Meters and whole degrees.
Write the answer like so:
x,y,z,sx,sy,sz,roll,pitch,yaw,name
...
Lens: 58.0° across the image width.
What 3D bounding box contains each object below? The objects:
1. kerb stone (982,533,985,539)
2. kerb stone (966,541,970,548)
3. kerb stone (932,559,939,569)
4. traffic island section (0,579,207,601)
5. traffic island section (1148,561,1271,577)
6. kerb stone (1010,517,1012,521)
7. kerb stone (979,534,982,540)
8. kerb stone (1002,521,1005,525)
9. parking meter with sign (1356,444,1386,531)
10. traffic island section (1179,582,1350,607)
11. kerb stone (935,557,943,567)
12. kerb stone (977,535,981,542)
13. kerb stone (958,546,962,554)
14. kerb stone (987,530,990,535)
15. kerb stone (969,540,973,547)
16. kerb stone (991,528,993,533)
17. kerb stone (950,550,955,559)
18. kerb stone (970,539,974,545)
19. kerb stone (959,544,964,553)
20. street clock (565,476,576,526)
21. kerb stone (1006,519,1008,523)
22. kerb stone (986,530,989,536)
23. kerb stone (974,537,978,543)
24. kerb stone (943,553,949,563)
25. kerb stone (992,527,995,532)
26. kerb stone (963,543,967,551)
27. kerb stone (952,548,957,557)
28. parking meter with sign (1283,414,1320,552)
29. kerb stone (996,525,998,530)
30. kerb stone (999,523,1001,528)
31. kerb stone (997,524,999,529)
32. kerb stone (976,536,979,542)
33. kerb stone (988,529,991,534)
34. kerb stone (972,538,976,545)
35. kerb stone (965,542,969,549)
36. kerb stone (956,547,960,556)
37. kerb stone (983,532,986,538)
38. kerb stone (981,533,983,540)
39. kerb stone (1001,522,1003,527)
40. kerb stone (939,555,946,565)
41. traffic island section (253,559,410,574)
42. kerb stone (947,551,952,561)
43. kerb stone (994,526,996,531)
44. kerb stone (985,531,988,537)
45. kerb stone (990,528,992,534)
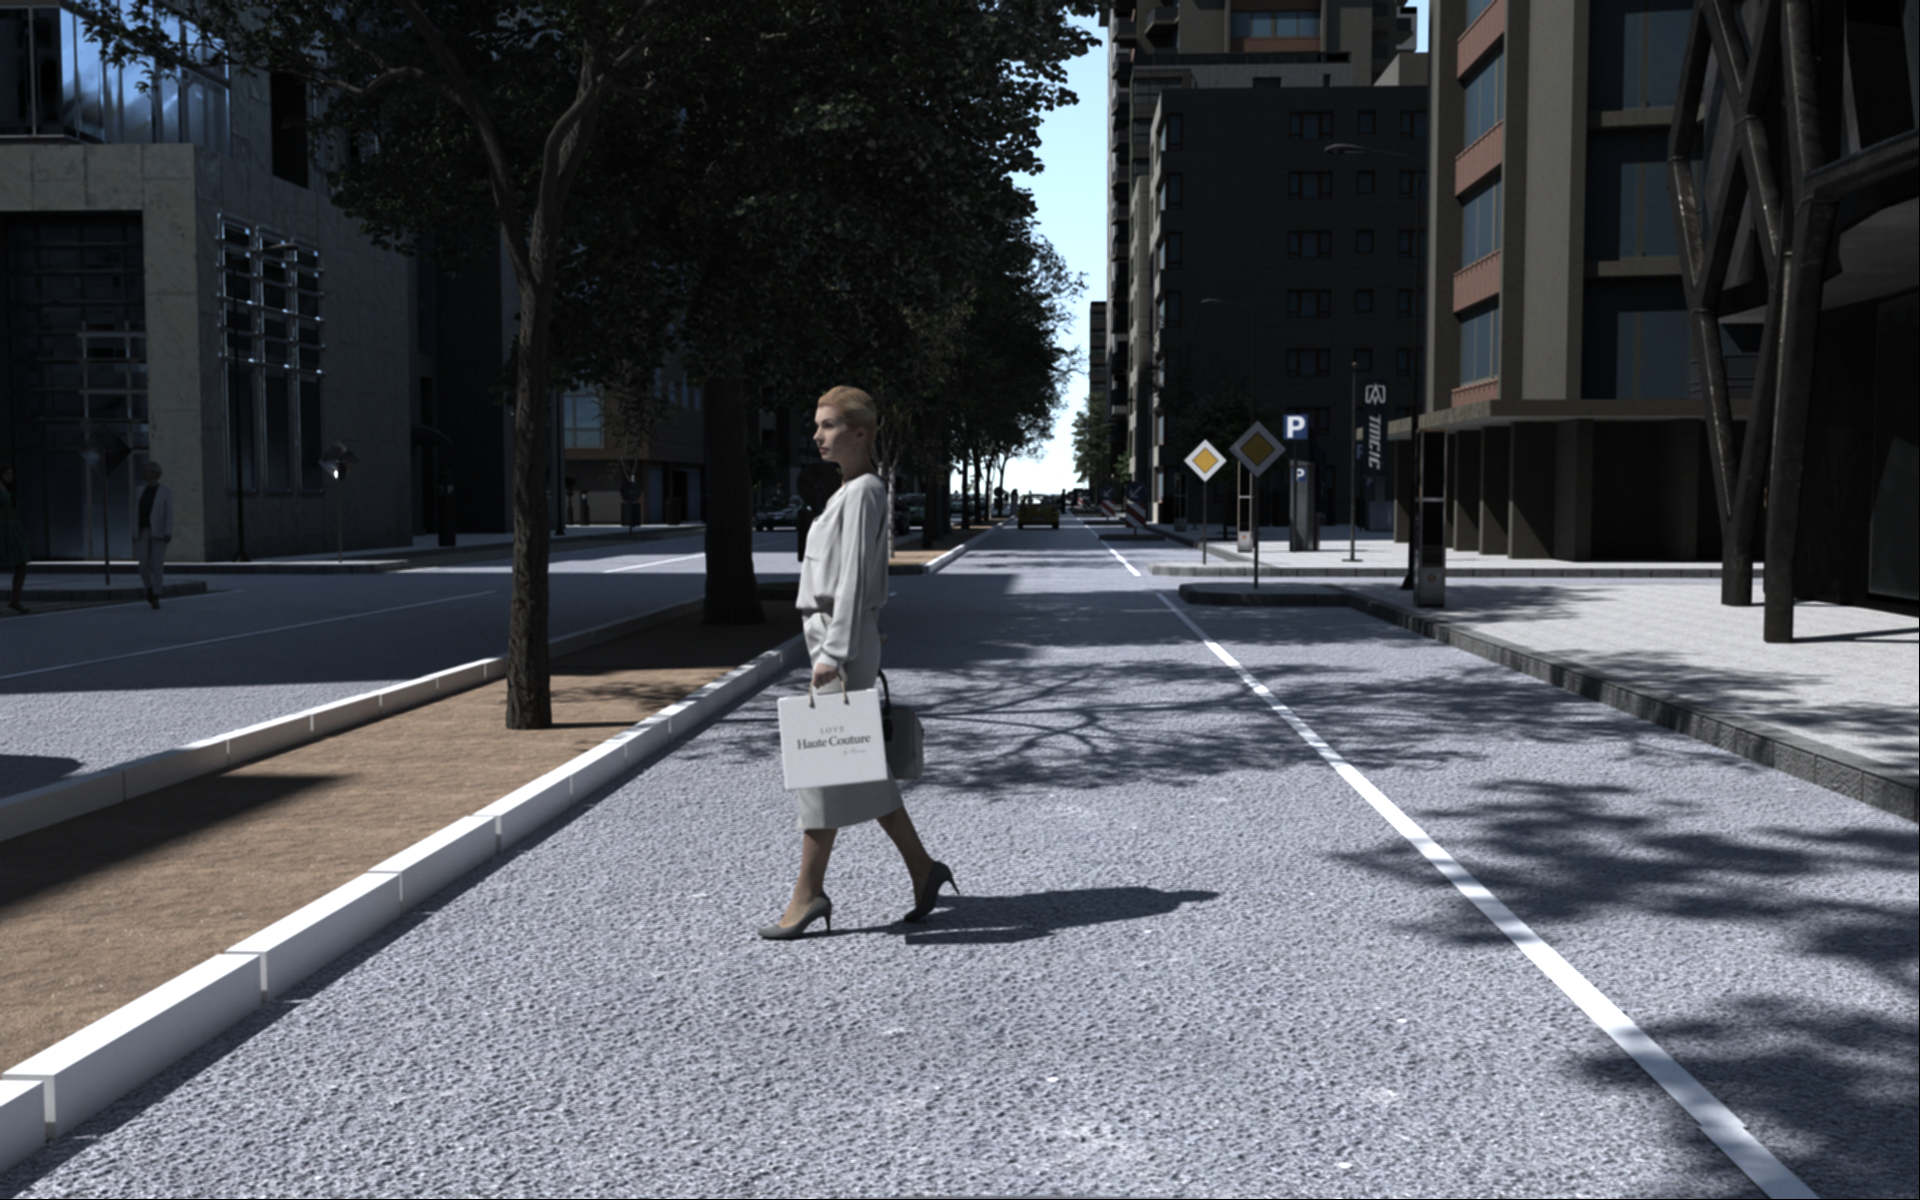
x,y,z,sx,sy,sz,roll,pitch,yaw,name
0.617,-1.945,53.997,0.120,0.150,1.000,0,4,3,kerb stone
0.119,-1.381,44.770,0.120,0.150,1.000,0,4,3,kerb stone
-0.533,-0.630,32.499,0.120,0.150,1.000,0,4,3,kerb stone
-12.027,-0.130,24.399,2.009,0.180,2.903,0,4,3,traffic island section
4.467,-0.565,31.514,2.009,0.180,2.903,0,4,3,traffic island section
2.415,-4.011,87.781,0.120,0.150,1.000,0,4,3,kerb stone
0.510,-1.820,51.951,0.120,0.150,1.000,0,4,3,kerb stone
1.763,-3.260,75.503,0.120,0.150,1.000,0,4,3,kerb stone
14.497,-3.918,60.323,1.738,3.016,0.543,-3,5,-39,parking meter with sign
4.042,-0.077,23.540,2.009,0.180,2.903,0,4,3,traffic island section
-0.478,-0.693,33.522,0.120,0.150,1.000,0,4,3,kerb stone
0.450,-1.758,50.931,0.120,0.150,1.000,0,4,3,kerb stone
-0.095,-1.131,40.684,0.120,0.150,1.000,0,4,3,kerb stone
0.836,-2.195,58.089,0.120,0.150,1.000,0,4,3,kerb stone
0.181,-1.443,45.794,0.120,0.150,1.000,0,4,3,kerb stone
0.996,-2.382,61.170,0.120,0.150,1.000,0,4,3,kerb stone
-0.248,-0.938,37.607,0.120,0.150,1.000,0,4,3,kerb stone
0.231,-1.506,46.816,0.120,0.150,1.000,0,4,3,kerb stone
-0.039,-1.193,41.708,0.120,0.150,1.000,0,4,3,kerb stone
-15.921,-4.044,70.690,0.471,2.002,0.358,2,4,24,street clock
2.027,-3.574,80.626,0.120,0.150,1.000,0,4,3,kerb stone
0.784,-2.125,57.064,0.120,0.150,1.000,0,4,3,kerb stone
0.341,-1.632,48.878,0.120,0.150,1.000,0,4,3,kerb stone
-0.367,-0.815,35.566,0.120,0.150,1.000,0,4,3,kerb stone
1.105,-2.507,63.213,0.120,0.150,1.000,0,4,3,kerb stone
0.021,-1.256,42.728,0.120,0.150,1.000,0,4,3,kerb stone
-0.202,-1.002,38.641,0.120,0.150,1.000,0,4,3,kerb stone
7.689,-2.599,38.759,0.543,3.016,1.738,2,4,23,parking meter with sign
1.269,-2.696,66.281,0.120,0.150,1.000,0,4,3,kerb stone
1.491,-2.946,70.376,0.120,0.150,1.000,0,4,3,kerb stone
1.381,-2.822,68.331,0.120,0.150,1.000,0,4,3,kerb stone
0.399,-1.695,49.910,0.120,0.150,1.000,0,4,3,kerb stone
0.898,-2.257,59.116,0.120,0.150,1.000,0,4,3,kerb stone
0.295,-1.569,47.848,0.120,0.150,1.000,0,4,3,kerb stone
0.068,-1.318,43.749,0.120,0.150,1.000,0,4,3,kerb stone
-0.152,-1.068,39.662,0.120,0.150,1.000,0,4,3,kerb stone
0.673,-2.008,55.023,0.120,0.150,1.000,0,4,3,kerb stone
0.561,-1.877,52.977,0.120,0.150,1.000,0,4,3,kerb stone
1.646,-3.134,73.452,0.120,0.150,1.000,0,4,3,kerb stone
-0.429,-0.755,34.543,0.120,0.150,1.000,0,4,3,kerb stone
-11.601,-0.617,32.373,2.009,0.180,2.903,0,4,3,traffic island section
-0.310,-0.880,36.586,0.120,0.150,1.000,0,4,3,kerb stone
1.156,-2.571,64.237,0.120,0.150,1.000,0,4,3,kerb stone
0.730,-2.069,56.043,0.120,0.150,1.000,0,4,3,kerb stone
0.948,-2.317,60.150,0.120,0.150,1.000,0,4,3,kerb stone
